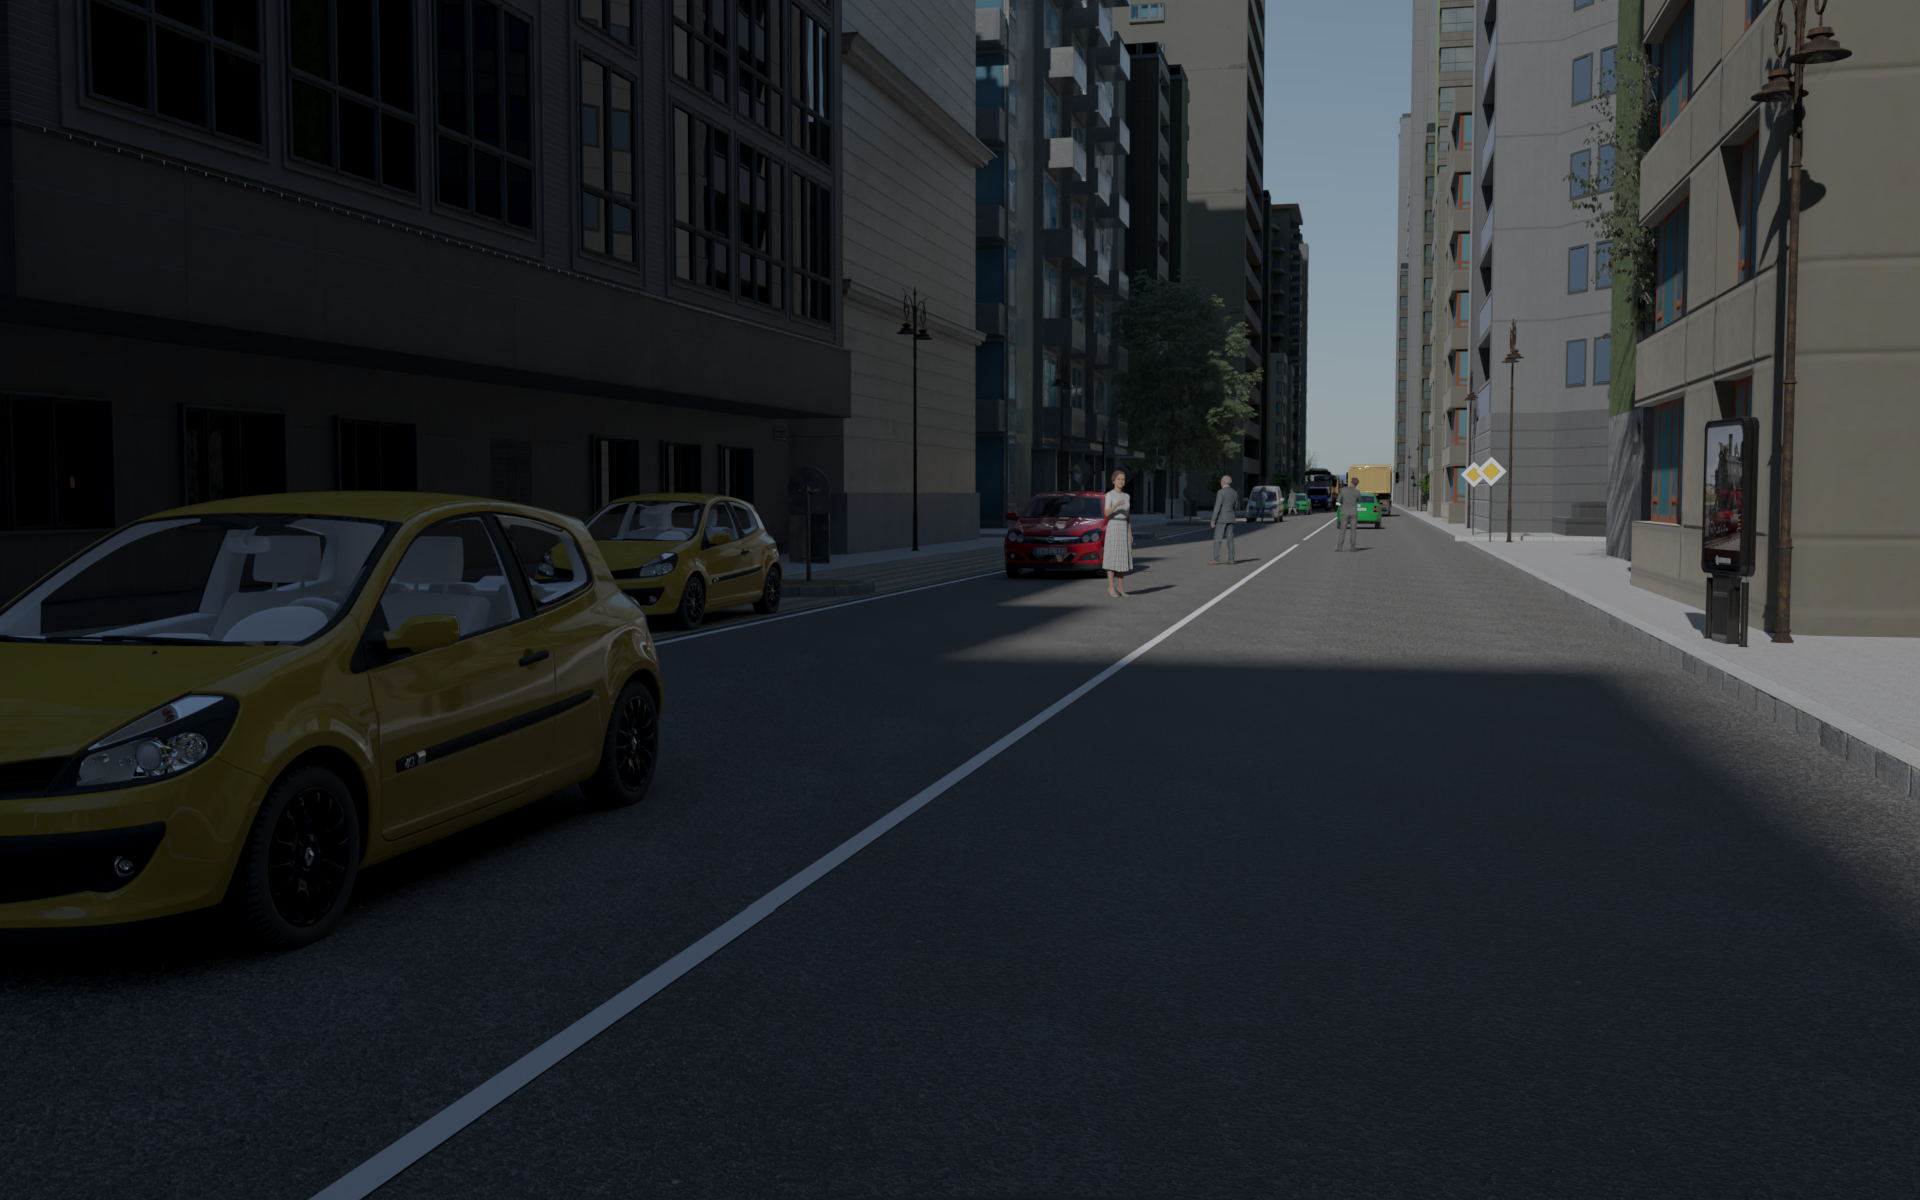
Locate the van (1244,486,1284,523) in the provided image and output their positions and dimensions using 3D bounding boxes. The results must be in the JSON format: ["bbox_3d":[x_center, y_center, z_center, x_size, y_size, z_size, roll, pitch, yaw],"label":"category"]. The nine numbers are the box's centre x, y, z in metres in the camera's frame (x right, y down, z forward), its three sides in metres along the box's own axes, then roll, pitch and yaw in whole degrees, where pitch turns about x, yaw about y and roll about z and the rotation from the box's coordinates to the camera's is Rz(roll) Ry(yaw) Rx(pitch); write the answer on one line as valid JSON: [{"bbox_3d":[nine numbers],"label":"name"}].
[{"bbox_3d":[15.601,-4.990,88.598,2.013,2.044,4.112,1,4,14],"label":"van"}]

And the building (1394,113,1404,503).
[{"bbox_3d":[77.699,-44.243,265.368,21.231,58.520,28.212,1,4,13],"label":"building"}]

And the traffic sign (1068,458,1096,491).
[{"bbox_3d":[3.439,-2.765,48.849,0.795,2.450,0.064,1,4,13],"label":"traffic sign"}]

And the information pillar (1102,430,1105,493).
[{"bbox_3d":[5.221,-4.383,63.021,0.183,3.616,0.504,0,4,8],"label":"information pillar"}]

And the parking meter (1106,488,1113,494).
[{"bbox_3d":[5.892,-3.625,67.687,0.372,1.533,0.369,0,3,0],"label":"parking meter"}]

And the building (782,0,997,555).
[{"bbox_3d":[-11.699,-15.744,44.802,23.554,28.519,14.401,1,4,13],"label":"building"}]

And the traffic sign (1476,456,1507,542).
[{"bbox_3d":[14.180,-2.608,46.284,0.795,2.450,0.064,1,4,13],"label":"traffic sign"}]

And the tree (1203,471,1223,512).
[{"bbox_3d":[18.106,-7.883,123.496,1.663,3.219,1.824,0,3,0],"label":"tree"}]

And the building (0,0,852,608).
[{"bbox_3d":[-11.609,-14.144,24.768,14.314,27.812,24.014,1,4,13],"label":"building"}]

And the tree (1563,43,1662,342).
[{"bbox_3d":[11.222,-4.648,26.350,4.360,8.622,3.978,0,3,0],"label":"tree"}]

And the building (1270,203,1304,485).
[{"bbox_3d":[39.003,-36.766,255.742,22.147,44.769,28.867,1,4,13],"label":"building"}]

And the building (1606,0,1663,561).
[{"bbox_3d":[21.006,-16.178,36.204,14.160,30.474,14.107,1,4,13],"label":"building"}]

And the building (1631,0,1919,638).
[{"bbox_3d":[19.574,-9.878,6.551,27.650,21.520,28.899,1,4,13],"label":"building"}]

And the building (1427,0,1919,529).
[{"bbox_3d":[37.878,-14.675,84.972,27.650,21.520,28.899,1,4,13],"label":"building"}]

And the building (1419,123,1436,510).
[{"bbox_3d":[43.543,-22.300,136.313,14.160,30.474,14.107,1,4,13],"label":"building"}]

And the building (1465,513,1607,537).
[{"bbox_3d":[32.244,-31.496,56.962,28.212,58.520,21.231,1,4,13],"label":"building"}]

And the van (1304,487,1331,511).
[{"bbox_3d":[30.675,-8.800,148.270,2.240,2.365,5.245,1,4,15],"label":"van"}]

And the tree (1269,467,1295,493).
[{"bbox_3d":[37.511,-13.408,202.926,4.285,4.588,4.351,0,3,0],"label":"tree"}]

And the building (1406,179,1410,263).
[{"bbox_3d":[72.268,-37.704,236.067,23.786,49.044,30.456,1,4,13],"label":"building"}]

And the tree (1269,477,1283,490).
[{"bbox_3d":[36.422,-12.538,199.591,1.663,3.219,1.824,0,3,0],"label":"tree"}]

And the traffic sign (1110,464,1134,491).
[{"bbox_3d":[5.285,-3.240,56.618,0.795,2.450,0.064,1,4,13],"label":"traffic sign"}]

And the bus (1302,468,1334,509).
[{"bbox_3d":[34.478,-10.688,166.291,2.896,3.916,12.252,1,4,13],"label":"bus"}]

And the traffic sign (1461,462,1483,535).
[{"bbox_3d":[16.027,-3.083,54.054,0.795,2.450,0.064,1,4,13],"label":"traffic sign"}]

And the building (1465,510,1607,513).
[{"bbox_3d":[52.264,-37.498,155.098,21.231,58.520,28.212,1,4,13],"label":"building"}]

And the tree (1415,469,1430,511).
[{"bbox_3d":[35.231,-8.296,130.249,1.663,3.219,1.824,0,3,0],"label":"tree"}]

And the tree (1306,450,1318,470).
[{"bbox_3d":[57.411,-20.512,285.725,4.360,8.622,3.978,0,3,0],"label":"tree"}]

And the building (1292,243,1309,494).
[{"bbox_3d":[48.001,-36.244,276.184,14.154,41.232,14.086,1,4,13],"label":"building"}]

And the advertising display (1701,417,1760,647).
[{"bbox_3d":[6.610,-0.592,14.899,0.123,1.923,0.974,0,4,5],"label":"advertising display"}]

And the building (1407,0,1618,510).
[{"bbox_3d":[58.368,-39.226,183.338,21.231,58.520,28.212,1,4,13],"label":"building"}]

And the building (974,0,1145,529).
[{"bbox_3d":[-4.574,-27.980,77.088,23.786,49.044,30.456,1,4,13],"label":"building"}]

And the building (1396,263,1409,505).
[{"bbox_3d":[61.687,-27.137,215.386,14.160,30.474,14.107,1,4,13],"label":"building"}]

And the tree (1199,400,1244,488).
[{"bbox_3d":[19.016,-10.799,126.923,4.737,8.622,4.395,0,3,0],"label":"tree"}]

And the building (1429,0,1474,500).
[{"bbox_3d":[39.530,-26.572,118.045,14.154,41.232,14.086,1,4,13],"label":"building"}]

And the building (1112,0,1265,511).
[{"bbox_3d":[13.450,-31.719,142.301,21.300,48.544,21.600,1,4,13],"label":"building"}]

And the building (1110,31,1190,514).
[{"bbox_3d":[7.120,-20.867,112.873,14.160,30.474,14.107,1,4,13],"label":"building"}]

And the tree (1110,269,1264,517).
[{"bbox_3d":[12.087,-11.699,97.941,9.857,13.997,8.962,0,3,0],"label":"tree"}]

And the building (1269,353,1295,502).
[{"bbox_3d":[29.470,-23.489,229.080,27.650,21.520,28.899,1,4,13],"label":"building"}]

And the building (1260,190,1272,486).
[{"bbox_3d":[21.083,-23.710,159.360,14.160,30.474,14.107,1,4,13],"label":"building"}]
